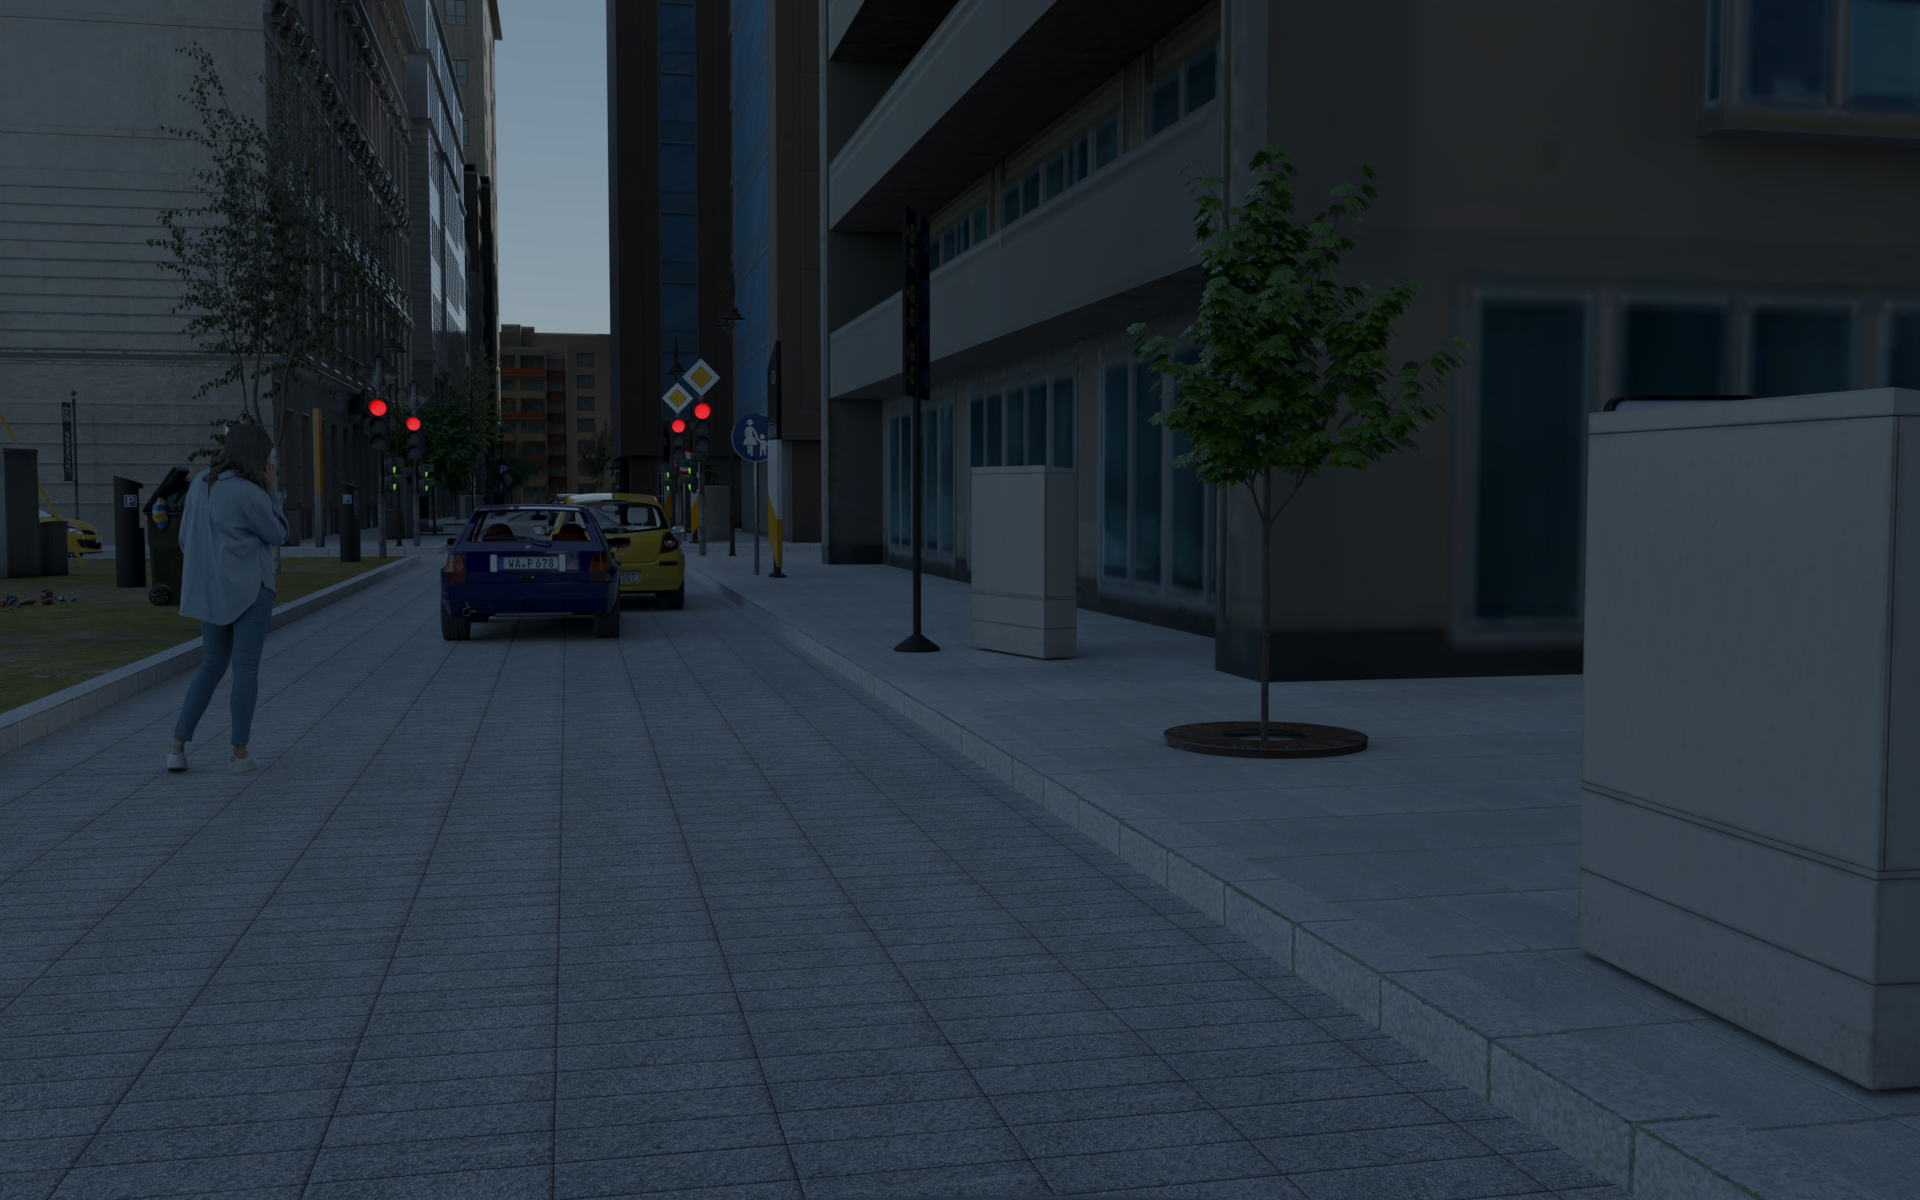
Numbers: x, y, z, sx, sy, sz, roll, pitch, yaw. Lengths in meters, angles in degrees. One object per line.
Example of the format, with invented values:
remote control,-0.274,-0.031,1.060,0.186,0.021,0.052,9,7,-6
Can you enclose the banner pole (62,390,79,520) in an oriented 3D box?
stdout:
banner pole,-21.383,-3.159,41.674,0.401,3.779,0.863,0,4,-3

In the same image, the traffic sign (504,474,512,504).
traffic sign,-29.075,-6.782,110.993,0.768,2.556,0.104,-1,4,-11

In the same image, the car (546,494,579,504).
car,-18.018,-4.167,79.925,2.131,1.459,4.920,-1,4,-11

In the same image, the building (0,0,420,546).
building,-29.741,-17.476,62.147,17.030,29.872,44.131,-1,4,-13

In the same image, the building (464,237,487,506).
building,-49.642,-17.214,126.484,27.650,21.520,28.899,-1,4,-13

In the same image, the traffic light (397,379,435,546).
traffic light,-13.287,-3.266,42.316,0.839,4.253,0.868,-1,4,-13

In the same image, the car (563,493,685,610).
car,-4.577,-0.763,22.699,2.015,1.641,3.980,-1,4,-13

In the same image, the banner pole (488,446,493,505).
banner pole,-24.710,-6.188,91.187,0.401,3.779,0.863,-2,4,-30

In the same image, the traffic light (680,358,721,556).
traffic light,-5.375,-2.875,35.927,0.839,4.253,0.868,-1,4,-13

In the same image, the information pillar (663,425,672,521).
information pillar,-9.877,-4.106,58.492,0.183,3.616,0.504,-2,4,-32

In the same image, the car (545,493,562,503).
car,-34.233,-8.472,147.555,2.155,1.783,4.494,-1,4,-14

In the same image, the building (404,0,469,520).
building,-34.702,-19.655,98.859,11.434,29.767,29.804,-1,4,-13

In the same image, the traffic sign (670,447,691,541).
traffic sign,-7.499,-2.878,47.162,0.768,2.556,0.104,0,4,-7

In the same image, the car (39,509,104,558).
car,-20.295,-1.610,36.549,3.980,1.641,2.015,-1,4,-11

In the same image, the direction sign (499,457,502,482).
direction sign,-28.190,-6.992,106.311,0.379,3.537,0.876,-1,4,-23

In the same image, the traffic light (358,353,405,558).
traffic light,-11.528,-2.789,34.526,0.839,4.253,0.868,-1,4,-13

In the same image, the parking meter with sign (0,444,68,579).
parking meter with sign,-14.485,-1.849,26.499,0.543,3.016,1.738,1,4,15

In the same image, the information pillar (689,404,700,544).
information pillar,-6.834,-3.270,44.815,0.183,3.616,0.504,-2,4,-35

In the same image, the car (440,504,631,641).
car,-4.486,-0.356,18.403,1.945,1.354,3.894,-1,4,-11

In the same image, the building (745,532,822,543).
building,0.697,-24.574,51.900,14.200,45.320,14.600,-1,4,-13

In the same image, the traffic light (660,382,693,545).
traffic light,-7.134,-3.351,43.717,0.839,4.253,0.868,-1,4,-13

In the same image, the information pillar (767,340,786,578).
information pillar,-2.841,-2.156,26.606,0.183,3.616,0.504,-1,4,-23

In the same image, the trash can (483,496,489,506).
trash can,-29.808,-5.905,108.207,0.748,1.137,0.748,0,3,0

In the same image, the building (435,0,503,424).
building,-59.121,-35.491,169.518,27.495,52.752,28.713,-1,4,-13

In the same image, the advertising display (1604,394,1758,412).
advertising display,4.706,-0.374,11.335,0.974,1.923,0.123,0,4,3

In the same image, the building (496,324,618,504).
building,-53.713,-22.425,211.685,28.899,21.520,27.650,-1,4,-13

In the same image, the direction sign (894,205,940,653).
direction sign,-0.352,-1.351,14.083,0.379,3.537,0.876,1,4,11

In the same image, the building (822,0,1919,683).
building,10.127,-24.413,22.859,21.300,48.544,21.600,-1,4,-13

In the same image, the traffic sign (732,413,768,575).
traffic sign,-3.223,-1.671,27.425,0.768,2.556,0.104,0,4,-7

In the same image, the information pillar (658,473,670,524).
information pillar,-10.382,-3.445,60.818,0.304,2.012,0.304,-2,4,-32

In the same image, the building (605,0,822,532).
building,-7.193,-25.703,70.353,14.600,45.320,14.200,-1,4,-13

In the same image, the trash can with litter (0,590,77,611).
trash can with litter,-10.972,-0.541,19.897,1.678,1.210,2.233,1,4,17

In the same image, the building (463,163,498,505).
building,-47.672,-23.108,149.515,14.160,30.474,14.107,-1,4,-13

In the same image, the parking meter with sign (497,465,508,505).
parking meter with sign,-27.605,-6.614,104.396,0.543,3.016,1.738,-1,4,-22
